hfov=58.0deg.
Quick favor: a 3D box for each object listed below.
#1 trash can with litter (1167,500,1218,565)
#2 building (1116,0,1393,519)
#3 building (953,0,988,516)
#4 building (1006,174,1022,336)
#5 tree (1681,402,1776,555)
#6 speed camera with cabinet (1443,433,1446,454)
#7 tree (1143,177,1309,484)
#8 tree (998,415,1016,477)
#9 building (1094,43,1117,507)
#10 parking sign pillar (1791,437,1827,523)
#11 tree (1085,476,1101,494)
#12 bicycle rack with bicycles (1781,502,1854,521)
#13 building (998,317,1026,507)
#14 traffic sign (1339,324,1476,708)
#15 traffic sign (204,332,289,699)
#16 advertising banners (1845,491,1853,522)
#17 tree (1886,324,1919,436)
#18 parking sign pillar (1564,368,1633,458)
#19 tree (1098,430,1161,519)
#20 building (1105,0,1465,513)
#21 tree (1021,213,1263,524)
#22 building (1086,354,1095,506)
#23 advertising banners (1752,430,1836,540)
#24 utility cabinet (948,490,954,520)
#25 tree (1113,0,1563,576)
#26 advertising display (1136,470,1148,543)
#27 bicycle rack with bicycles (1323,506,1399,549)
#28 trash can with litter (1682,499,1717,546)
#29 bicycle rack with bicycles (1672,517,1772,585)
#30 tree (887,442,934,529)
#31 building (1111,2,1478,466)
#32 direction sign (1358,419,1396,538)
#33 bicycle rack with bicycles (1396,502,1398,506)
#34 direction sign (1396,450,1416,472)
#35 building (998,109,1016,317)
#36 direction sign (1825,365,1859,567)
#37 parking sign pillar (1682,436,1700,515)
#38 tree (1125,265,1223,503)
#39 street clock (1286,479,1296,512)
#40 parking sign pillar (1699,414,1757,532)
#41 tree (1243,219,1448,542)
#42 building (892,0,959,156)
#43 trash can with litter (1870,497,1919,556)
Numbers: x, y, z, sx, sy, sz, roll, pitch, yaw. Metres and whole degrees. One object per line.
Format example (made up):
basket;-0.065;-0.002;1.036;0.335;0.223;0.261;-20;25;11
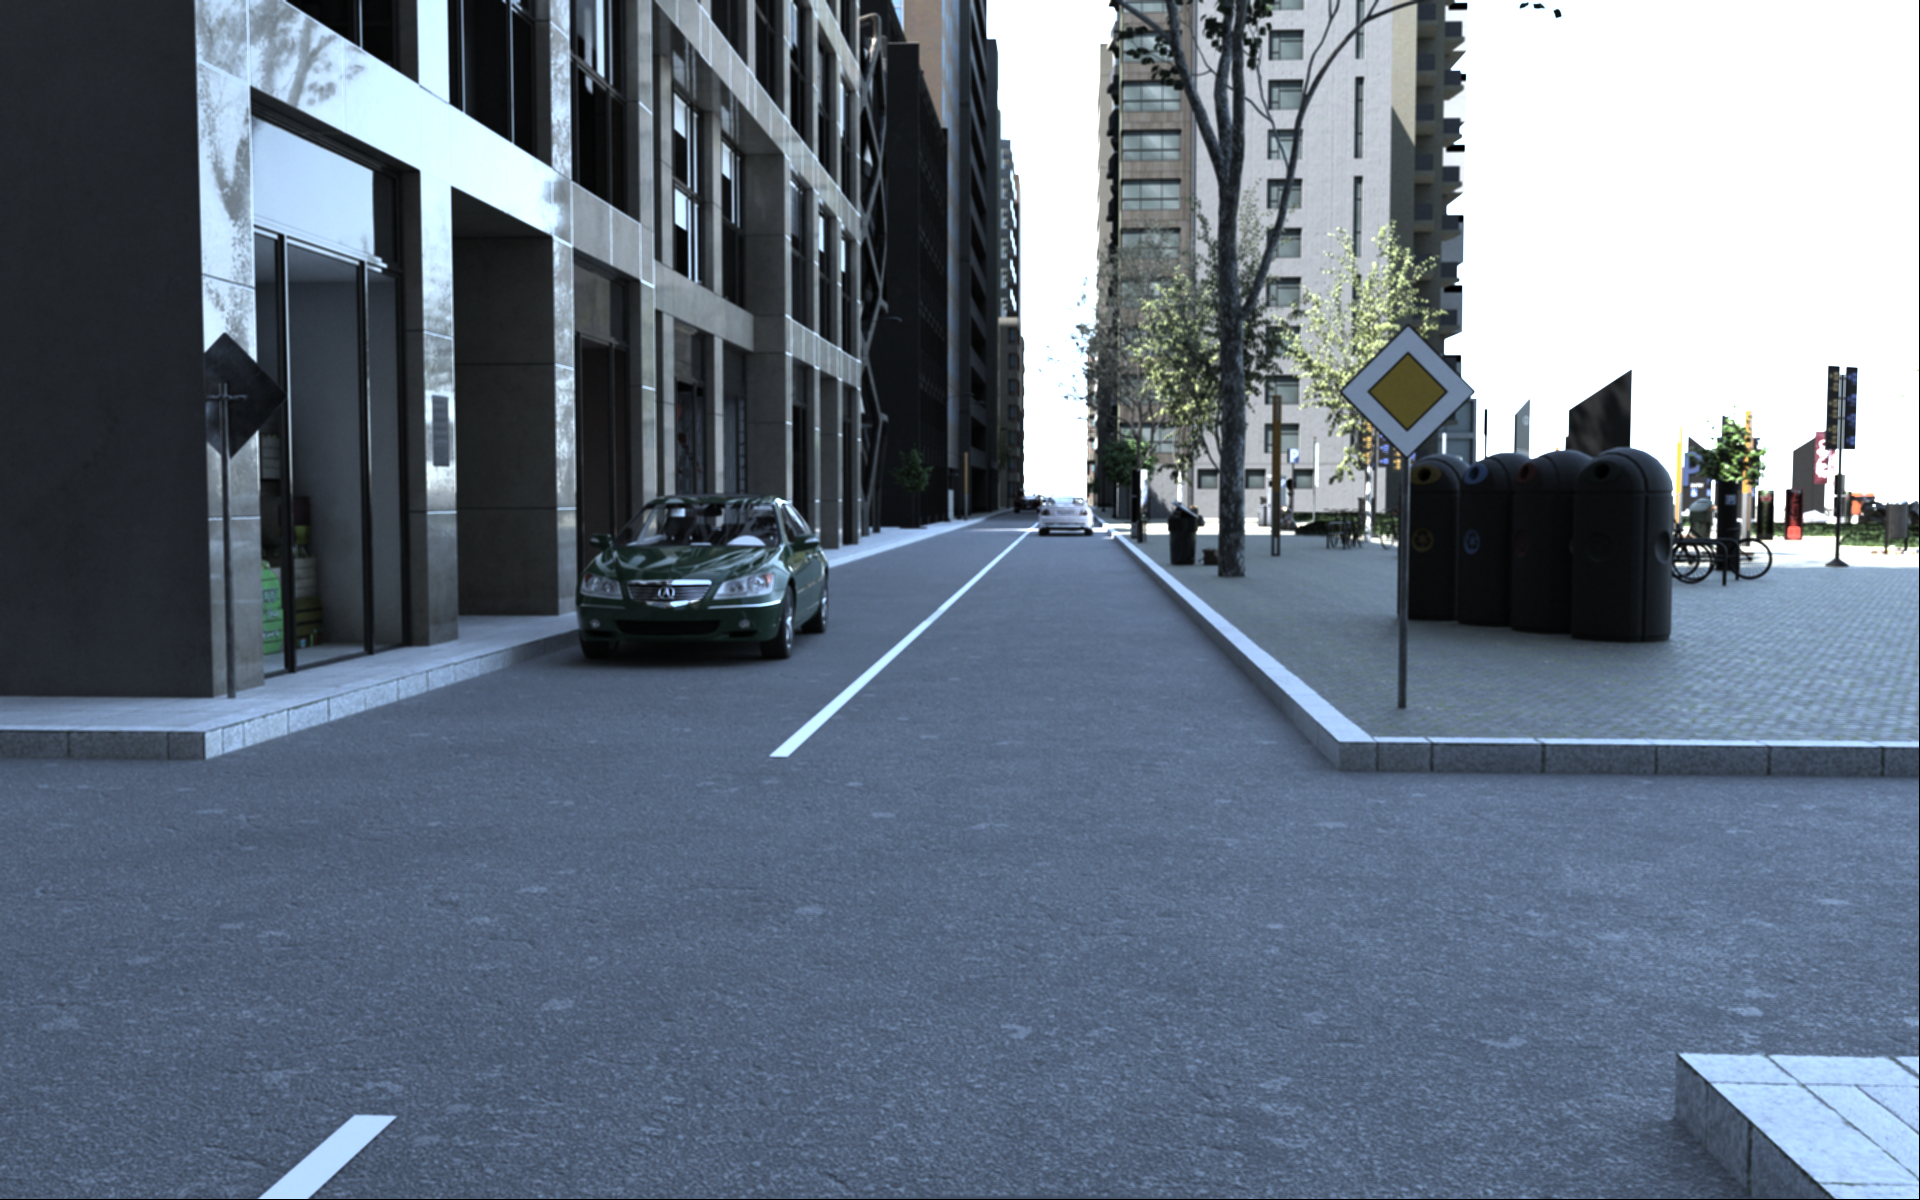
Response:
trash can with litter;4.309;-1.234;31.567;1.055;1.170;0.624;1;4;13
building;15.796;-19.869;96.563;14.160;30.474;14.107;0;4;4
building;-9.372;-29.863;111.962;21.300;48.544;21.600;0;4;4
building;1.368;-35.853;236.308;14.600;45.320;14.200;0;4;4
tree;16.385;-2.566;36.559;1.663;3.219;1.824;0;3;0
speed camera with cabinet;16.223;-3.831;56.976;2.038;3.252;0.660;-2;4;-34
tree;6.283;-5.553;41.146;4.360;8.622;3.978;0;3;0
tree;3.367;-12.931;161.788;4.737;8.622;4.395;0;3;0
building;24.820;-33.973;179.154;21.300;48.544;21.600;0;4;4
parking sign pillar;35.368;-5.119;72.174;1.447;3.967;1.447;2;4;27
tree;13.278;-10.666;168.997;1.663;3.219;1.824;0;3;0
bicycle rack with bicycles;40.018;-4.146;81.170;2.925;0.926;2.852;3;5;40
building;-7.222;-20.766;184.563;27.650;21.520;28.899;0;4;4
traffic sign;2.653;-0.410;10.342;0.795;2.450;0.064;0;4;4
traffic sign;-4.575;-0.439;10.821;0.795;2.450;0.064;0;4;4
advertising banners;32.600;-4.155;64.119;0.090;3.025;2.074;0;4;6
tree;34.200;-6.641;58.937;4.737;8.622;4.395;0;3;0
parking sign pillar;13.734;-2.988;37.329;1.447;3.967;1.447;0;4;7
tree;8.690;-6.416;88.614;4.285;4.588;4.351;0;3;0
building;21.147;-28.297;117.278;22.147;44.769;28.867;0;4;4
tree;7.873;-10.072;75.043;12.009;13.543;11.850;0;3;0
building;28.938;-22.028;205.195;27.650;21.520;28.899;0;4;4
advertising banners;23.016;-3.158;47.817;2.074;3.025;0.090;0;4;7
utility cabinet;-0.643;-4.627;84.336;0.318;1.500;1.173;-1;4;-21
tree;3.390;-10.362;25.303;12.611;20.169;13.585;0;3;0
advertising display;4.827;-2.488;45.892;0.123;1.923;0.974;1;4;18
bicycle rack with bicycles;9.678;-1.684;40.923;2.852;0.926;2.925;2;4;34
trash can with litter;18.299;-1.929;42.926;1.055;1.170;0.624;-3;5;-41
bicycle rack with bicycles;10.338;-0.754;25.703;2.925;0.926;2.852;2;4;31
tree;-1.671;-4.272;64.442;1.663;3.219;1.824;0;3;0
building;26.578;-34.044;145.864;28.713;52.752;27.495;0;4;4
direction sign;12.080;-3.571;50.383;0.876;3.537;0.379;3;5;39
bicycle rack with bicycles;19.409;-3.734;74.440;2.925;0.926;2.852;0;4;-2
direction sign;15.450;-4.177;60.283;0.876;3.537;0.379;3;5;41
building;-4.528;-36.307;213.234;23.786;49.044;30.456;0;4;4
direction sign;15.562;-2.363;30.628;0.876;3.537;0.379;-2;4;-31
parking sign pillar;33.731;-5.551;79.233;1.447;3.967;1.447;-2;4;-28
tree;7.472;-6.511;56.812;4.737;8.622;4.395;0;3;0
street clock;15.744;-4.762;82.425;0.471;2.002;0.358;2;4;27
parking sign pillar;25.942;-4.249;57.938;1.447;3.967;1.447;-2;4;-30
tree;10.708;-5.861;46.188;4.737;8.622;4.395;0;3;0
building;-7.368;-27.109;93.335;14.600;45.320;14.200;0;4;4
trash can with litter;20.309;-1.574;36.785;2.233;1.210;1.678;-1;4;-13
